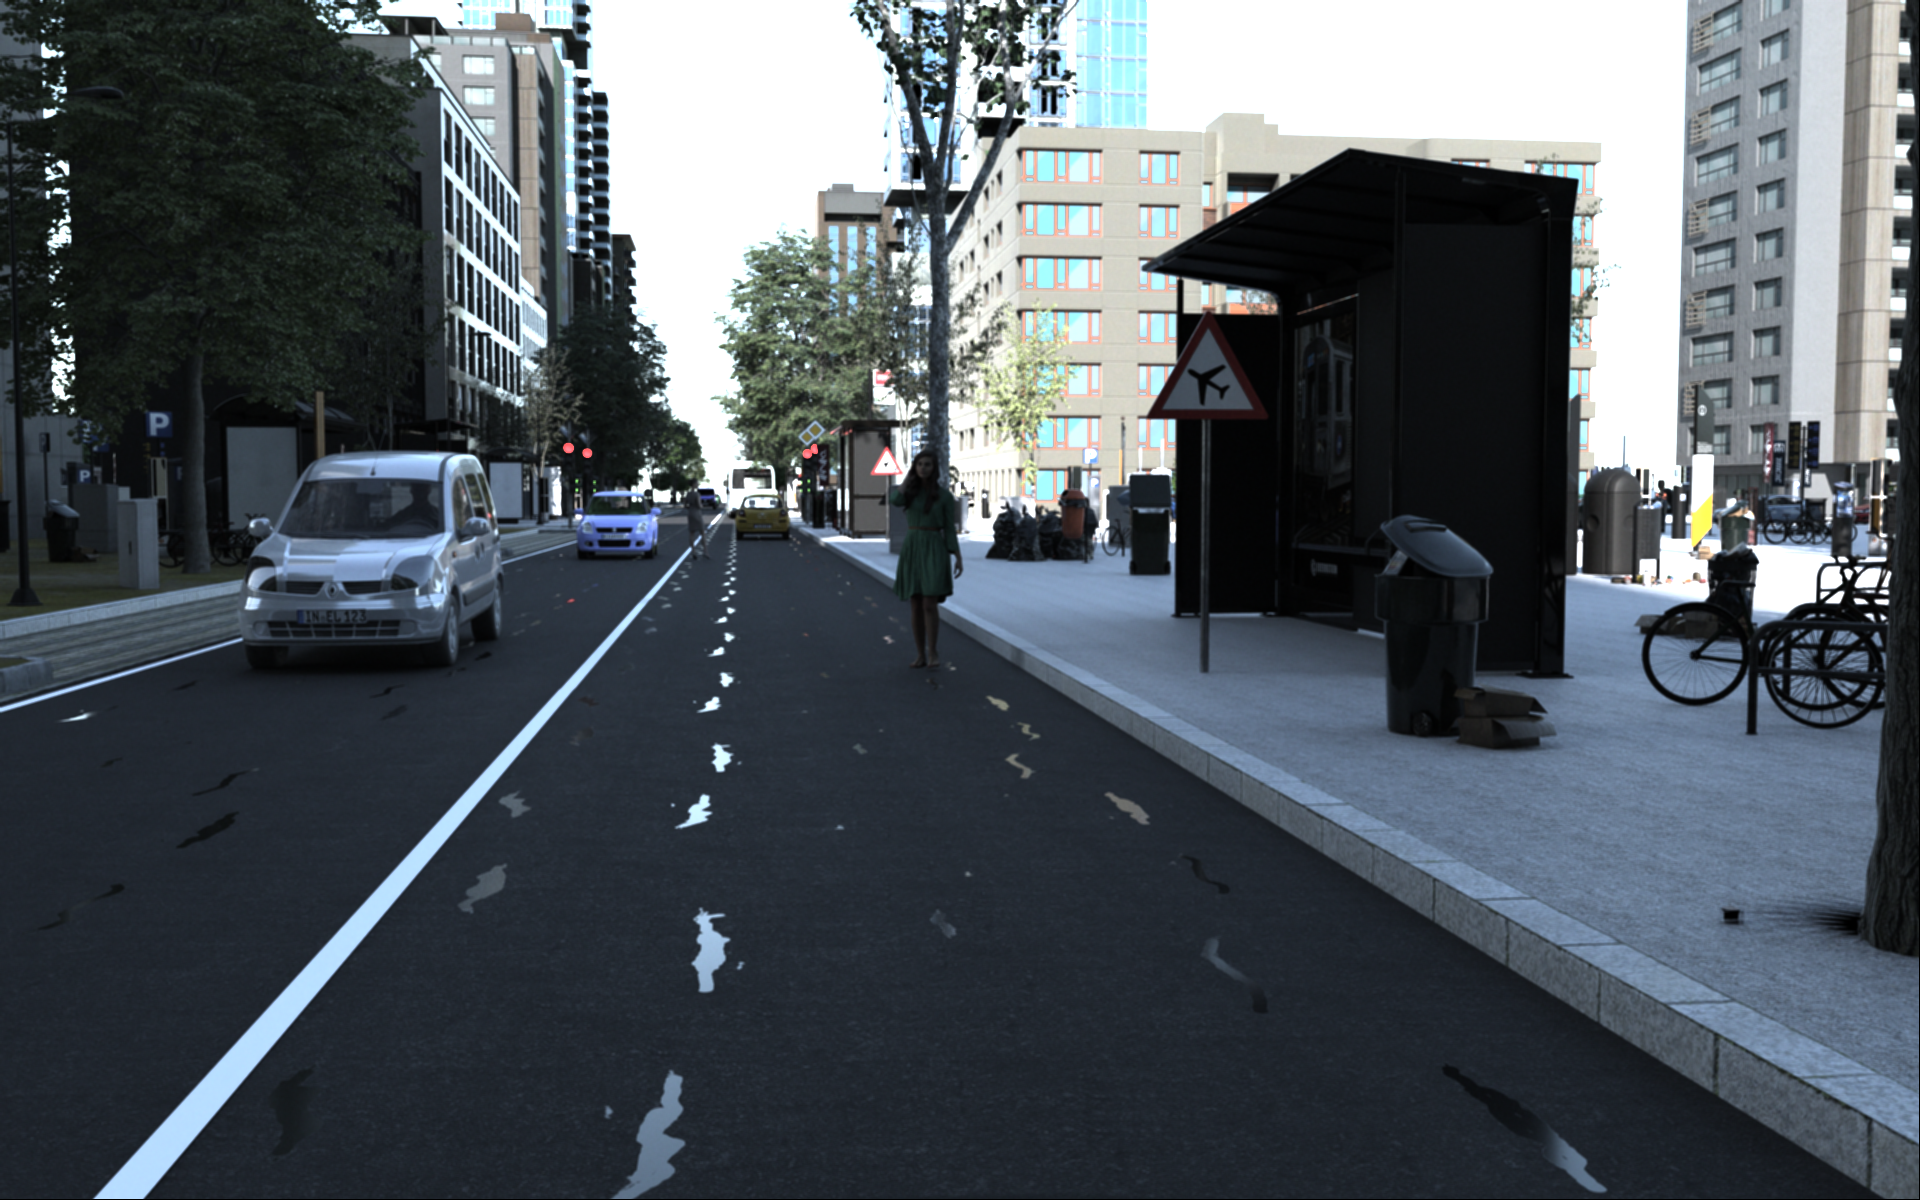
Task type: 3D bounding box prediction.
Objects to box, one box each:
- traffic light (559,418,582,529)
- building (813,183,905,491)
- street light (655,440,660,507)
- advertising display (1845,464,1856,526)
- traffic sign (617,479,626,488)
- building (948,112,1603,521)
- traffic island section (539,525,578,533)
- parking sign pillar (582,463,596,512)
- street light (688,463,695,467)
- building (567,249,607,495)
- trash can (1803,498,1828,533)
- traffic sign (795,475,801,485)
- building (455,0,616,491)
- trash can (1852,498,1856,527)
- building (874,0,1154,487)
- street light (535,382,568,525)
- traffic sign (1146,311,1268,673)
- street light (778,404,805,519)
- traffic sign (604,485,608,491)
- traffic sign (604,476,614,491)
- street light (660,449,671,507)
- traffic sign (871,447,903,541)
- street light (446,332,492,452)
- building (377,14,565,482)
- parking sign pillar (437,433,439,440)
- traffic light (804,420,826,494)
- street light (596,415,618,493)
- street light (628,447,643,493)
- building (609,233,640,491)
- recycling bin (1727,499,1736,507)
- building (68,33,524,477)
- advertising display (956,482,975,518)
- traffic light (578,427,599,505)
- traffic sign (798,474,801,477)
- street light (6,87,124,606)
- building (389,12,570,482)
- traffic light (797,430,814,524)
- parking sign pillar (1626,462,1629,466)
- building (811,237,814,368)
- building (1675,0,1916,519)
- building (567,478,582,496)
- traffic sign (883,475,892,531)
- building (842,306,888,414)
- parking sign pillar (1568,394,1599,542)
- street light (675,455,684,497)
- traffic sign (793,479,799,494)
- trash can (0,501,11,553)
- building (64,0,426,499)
[{"bbox_3d":[-14.458,-4.607,64.246,0.839,4.253,0.868,0,4,-7],"label":"traffic light"},{"bbox_3d":[-13.744,-36.626,248.951,14.600,45.320,14.200,0,4,-7],"label":"building"},{"bbox_3d":[-26.608,-10.720,147.817,1.470,5.913,1.316,0,4,-7],"label":"street light"},{"bbox_3d":[19.129,-1.960,37.258,0.123,1.923,0.974,2,4,32],"label":"advertising display"},{"bbox_3d":[-23.085,-7.092,118.089,0.606,2.300,0.079,0,4,2],"label":"traffic sign"},{"bbox_3d":[15.364,-15.415,97.075,28.899,21.520,27.650,0,4,-7],"label":"building"},{"bbox_3d":[-14.499,-2.575,64.376,2.009,0.180,2.903,0,4,-7],"label":"traffic island section"},{"bbox_3d":[-24.952,-7.892,117.504,1.447,3.967,1.447,-1,4,-21],"label":"parking sign pillar"},{"bbox_3d":[-40.982,-17.587,260.087,1.470,5.913,1.316,0,4,-7],"label":"street light"},{"bbox_3d":[-49.374,-26.461,204.341,14.160,30.474,14.107,0,4,-7],"label":"building"},{"bbox_3d":[28.532,-2.821,57.781,0.748,1.137,0.748,0,3,0],"label":"trash can"},{"bbox_3d":[-9.076,-6.119,100.056,0.884,2.594,0.081,0,4,-3],"label":"traffic sign"},{"bbox_3d":[-60.423,-57.296,249.455,22.319,86.520,31.000,0,4,-7],"label":"building"},{"bbox_3d":[32.949,-3.232,64.504,0.748,1.137,0.748,0,3,0],"label":"trash can"},{"bbox_3d":[2.777,-50.164,132.860,22.319,86.520,31.000,0,4,-7],"label":"building"},{"bbox_3d":[-16.924,-6.075,71.873,1.470,5.913,1.316,0,4,-7],"label":"street light"},{"bbox_3d":[1.759,-0.758,12.395,0.884,2.594,0.081,0,4,-6],"label":"traffic sign"},{"bbox_3d":[-8.433,-7.064,88.037,1.470,5.913,1.316,0,4,-7],"label":"street light"},{"bbox_3d":[-25.000,-7.517,123.015,0.768,2.556,0.104,0,4,2],"label":"traffic sign"},{"bbox_3d":[-24.357,-7.337,120.063,0.768,2.556,0.104,0,4,-4],"label":"traffic sign"},{"bbox_3d":[-30.487,-12.585,178.311,1.470,5.913,1.316,0,4,-7],"label":"street light"},{"bbox_3d":[-2.002,-2.902,47.450,0.884,2.594,0.081,0,4,-3],"label":"traffic sign"},{"bbox_3d":[-14.095,-4.716,49.650,1.470,5.913,1.316,0,4,-7],"label":"street light"},{"bbox_3d":[-42.706,-28.631,151.707,14.154,41.232,14.086,0,4,-7],"label":"building"},{"bbox_3d":[-22.047,-5.101,71.867,1.447,3.967,1.447,2,4,26],"label":"parking sign pillar"},{"bbox_3d":[-5.472,-4.678,65.408,0.839,4.253,0.868,0,4,-7],"label":"traffic light"},{"bbox_3d":[-20.766,-7.898,101.665,1.470,5.913,1.316,0,4,-7],"label":"street light"},{"bbox_3d":[-24.604,-9.720,131.458,1.470,5.913,1.316,0,4,-7],"label":"street light"},{"bbox_3d":[-63.704,-38.288,280.634,22.147,44.769,28.867,0,4,-7],"label":"building"},{"bbox_3d":[39.549,-4.649,88.572,0.722,1.027,0.722,-1,4,-11],"label":"recycling bin"},{"bbox_3d":[-39.774,-18.680,109.937,19.350,26.468,34.151,0,4,-7],"label":"building"},{"bbox_3d":[0.279,-5.278,91.514,0.974,1.923,0.123,0,4,7],"label":"advertising display"},{"bbox_3d":[-15.472,-5.092,72.167,0.839,4.253,0.868,0,4,-7],"label":"traffic light"},{"bbox_3d":[-9.317,-6.332,103.633,0.768,2.556,0.104,0,4,1],"label":"traffic sign"},{"bbox_3d":[-10.248,-2.894,19.858,1.470,5.913,1.316,0,4,-7],"label":"street light"},{"bbox_3d":[-45.197,-31.522,165.496,14.600,45.320,14.200,0,4,-7],"label":"building"},{"bbox_3d":[-6.486,-5.163,73.329,0.839,4.253,0.868,0,4,-7],"label":"traffic light"},{"bbox_3d":[56.018,-9.643,146.136,1.447,3.967,1.447,2,4,34],"label":"parking sign pillar"},{"bbox_3d":[-16.811,-36.301,277.111,14.154,41.232,14.086,0,4,-7],"label":"building"},{"bbox_3d":[48.876,-25.029,92.813,14.086,41.232,14.154,0,4,-7],"label":"building"},{"bbox_3d":[-56.504,-30.064,183.426,32.217,40.220,23.993,0,4,-7],"label":"building"},{"bbox_3d":[-2.599,-3.603,59.012,0.768,2.556,0.104,0,4,-4],"label":"traffic sign"},{"bbox_3d":[2.921,-20.215,175.547,27.650,21.520,28.899,0,4,-7],"label":"building"},{"bbox_3d":[16.112,-3.556,46.613,1.447,3.967,1.447,-3,4,-37],"label":"parking sign pillar"},{"bbox_3d":[-34.288,-14.408,208.109,1.470,5.913,1.316,0,4,-7],"label":"street light"},{"bbox_3d":[-10.768,-7.005,115.714,0.795,2.450,0.064,0,4,-5],"label":"traffic sign"},{"bbox_3d":[-21.234,-1.615,38.054,0.748,1.137,0.748,0,3,0],"label":"trash can"},{"bbox_3d":[-34.068,-15.611,84.925,12.332,23.373,15.834,0,4,-7],"label":"building"}]
